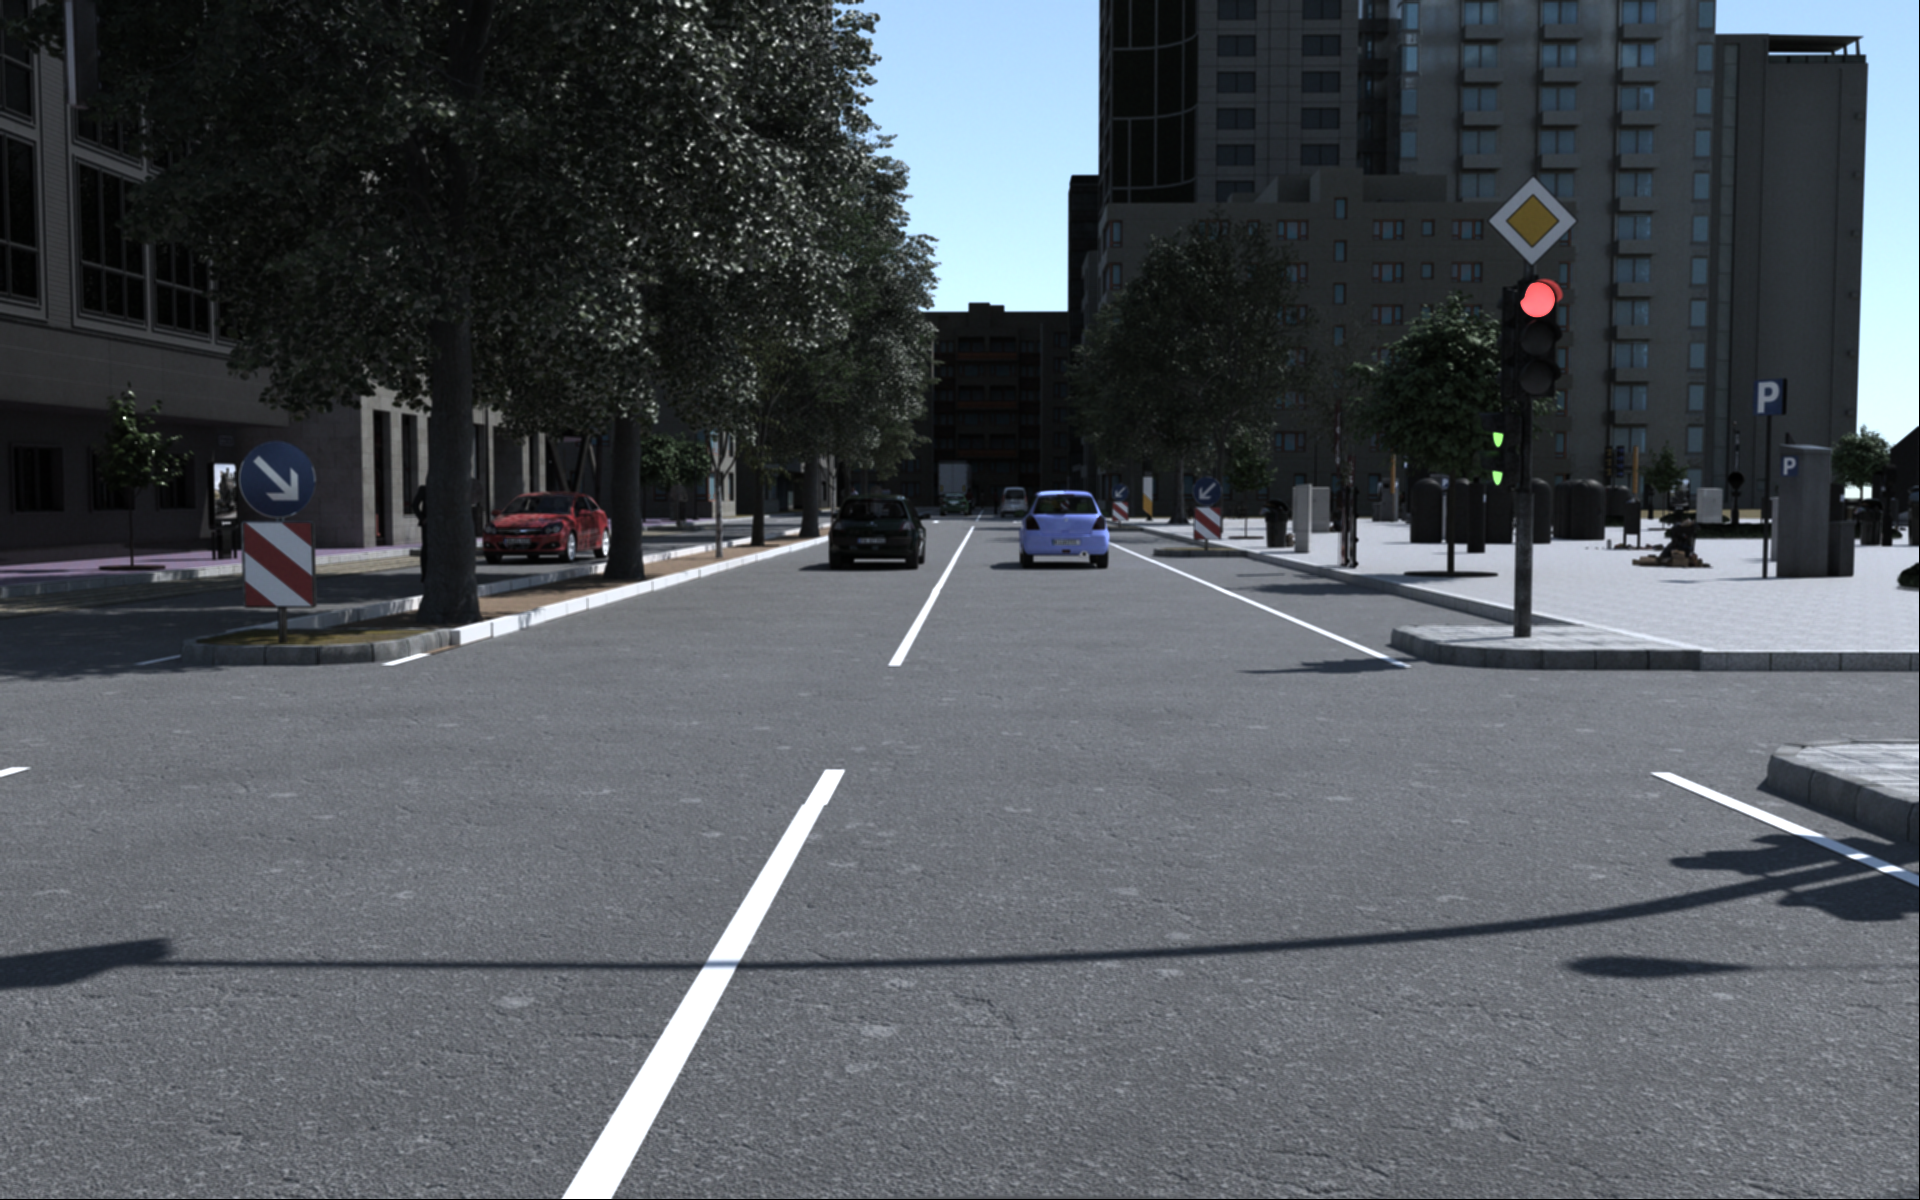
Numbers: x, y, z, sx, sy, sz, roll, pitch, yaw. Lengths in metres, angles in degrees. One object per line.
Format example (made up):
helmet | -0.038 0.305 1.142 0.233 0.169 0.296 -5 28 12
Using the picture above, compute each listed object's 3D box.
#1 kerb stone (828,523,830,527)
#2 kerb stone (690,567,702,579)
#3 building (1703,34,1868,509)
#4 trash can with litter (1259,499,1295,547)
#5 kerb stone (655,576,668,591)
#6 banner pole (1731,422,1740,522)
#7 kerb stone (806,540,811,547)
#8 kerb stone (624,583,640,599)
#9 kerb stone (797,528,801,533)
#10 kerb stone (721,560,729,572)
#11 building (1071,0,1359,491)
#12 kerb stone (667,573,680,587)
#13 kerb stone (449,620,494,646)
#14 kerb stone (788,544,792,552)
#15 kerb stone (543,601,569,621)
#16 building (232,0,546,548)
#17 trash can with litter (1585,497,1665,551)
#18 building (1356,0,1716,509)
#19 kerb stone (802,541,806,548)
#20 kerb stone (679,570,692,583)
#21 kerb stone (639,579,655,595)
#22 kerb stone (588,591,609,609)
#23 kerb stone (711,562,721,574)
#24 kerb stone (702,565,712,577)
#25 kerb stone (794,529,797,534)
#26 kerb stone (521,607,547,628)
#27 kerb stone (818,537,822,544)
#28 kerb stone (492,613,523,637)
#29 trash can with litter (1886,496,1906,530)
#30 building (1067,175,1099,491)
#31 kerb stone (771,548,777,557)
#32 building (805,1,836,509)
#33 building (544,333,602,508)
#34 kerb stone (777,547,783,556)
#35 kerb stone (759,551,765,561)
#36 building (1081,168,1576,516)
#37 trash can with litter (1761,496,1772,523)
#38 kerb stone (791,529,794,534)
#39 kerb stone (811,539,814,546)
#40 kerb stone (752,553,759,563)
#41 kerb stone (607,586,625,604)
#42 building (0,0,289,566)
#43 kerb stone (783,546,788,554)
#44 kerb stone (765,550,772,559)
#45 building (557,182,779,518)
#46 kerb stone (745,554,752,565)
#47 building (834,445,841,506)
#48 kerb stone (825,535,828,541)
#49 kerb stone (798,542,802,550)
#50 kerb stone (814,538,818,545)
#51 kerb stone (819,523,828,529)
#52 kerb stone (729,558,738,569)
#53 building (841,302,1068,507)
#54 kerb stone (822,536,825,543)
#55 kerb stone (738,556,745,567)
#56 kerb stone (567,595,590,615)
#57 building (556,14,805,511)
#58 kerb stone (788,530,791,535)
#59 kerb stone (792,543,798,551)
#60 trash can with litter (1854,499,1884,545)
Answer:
kerb stone | -5.791 -3.186 74.281 0.120 0.150 1.000 0 4 1
kerb stone | -4.529 -0.423 29.105 0.120 0.150 1.000 0 4 1
building | 71.840 -29.009 157.890 14.086 41.232 14.154 0 4 1
trash can with litter | 7.679 -1.859 41.778 0.624 1.170 1.055 2 4 32
kerb stone | -4.575 -0.235 26.030 0.120 0.150 1.000 0 4 1
banner pole | 26.932 -4.291 60.179 0.401 3.779 0.863 0 4 8
kerb stone | -4.194 -1.486 46.517 0.120 0.150 1.000 0 4 1
kerb stone | -4.620 -0.109 23.975 0.120 0.150 1.000 0 4 1
kerb stone | -5.993 -2.495 62.992 0.120 0.150 1.000 0 4 1
kerb stone | -4.465 -0.610 32.172 0.120 0.150 1.000 0 4 1
building | 19.911 -42.954 140.548 20.563 71.187 20.611 0 4 1
kerb stone | -4.557 -0.297 27.057 0.120 0.150 1.000 0 4 1
kerb stone | -4.756 0.330 16.808 0.120 0.150 1.000 0 4 1
kerb stone | -4.283 -1.231 42.411 0.120 0.150 1.000 0 4 1
kerb stone | -4.695 0.142 19.874 0.120 0.150 1.000 0 4 1
building | -19.118 -11.868 48.787 10.420 20.320 16.860 0 4 1
trash can with litter | 15.641 -1.763 39.887 1.678 1.210 2.233 -1 4 -16
building | 49.484 -32.639 153.252 30.456 49.044 23.786 0 4 1
kerb stone | -4.219 -1.424 45.483 0.120 0.150 1.000 0 4 1
kerb stone | -4.540 -0.360 28.080 0.120 0.150 1.000 0 4 1
kerb stone | -4.602 -0.171 24.997 0.120 0.150 1.000 0 4 1
kerb stone | -4.653 0.016 21.931 0.120 0.150 1.000 0 4 1
kerb stone | -4.486 -0.548 31.150 0.120 0.150 1.000 0 4 1
kerb stone | -4.495 -0.484 30.127 0.120 0.150 1.000 0 4 1
kerb stone | -6.022 -2.433 61.971 0.120 0.150 1.000 0 4 1
kerb stone | -4.709 0.209 18.852 0.120 0.150 1.000 0 4 1
kerb stone | -4.137 -1.676 49.593 0.120 0.150 1.000 0 4 1
kerb stone | -4.723 0.267 17.829 0.120 0.150 1.000 0 4 1
trash can with litter | 32.619 -3.086 61.517 2.233 1.210 1.678 0 4 2
building | 16.832 -23.699 159.177 14.160 30.474 14.107 0 4 1
kerb stone | -4.331 -1.048 39.340 0.120 0.150 1.000 0 4 1
building | -22.485 -43.893 155.895 20.611 71.187 20.563 0 4 1
building | -22.565 -12.133 65.830 16.820 18.784 16.811 0 4 1
kerb stone | -4.314 -1.110 40.362 0.120 0.150 1.000 0 4 1
kerb stone | -4.369 -0.923 37.296 0.120 0.150 1.000 0 4 1
building | 22.806 -16.652 117.298 27.650 21.520 28.899 0 4 1
trash can with litter | 30.337 -3.337 65.621 1.678 1.210 2.233 -2 4 -26
kerb stone | -6.034 -2.365 60.949 0.120 0.150 1.000 0 4 1
kerb stone | -4.183 -1.545 47.547 0.120 0.150 1.000 0 4 1
kerb stone | -4.398 -0.858 36.267 0.120 0.150 1.000 0 4 1
kerb stone | -4.636 -0.046 22.953 0.120 0.150 1.000 0 4 1
building | -22.504 -14.328 27.766 14.314 27.812 24.014 0 4 1
kerb stone | -4.296 -1.174 41.384 0.120 0.150 1.000 0 4 1
kerb stone | -4.349 -0.981 38.318 0.120 0.150 1.000 0 4 1
building | -26.682 -15.948 105.791 27.650 21.520 28.899 0 4 1
kerb stone | -4.406 -0.795 35.245 0.120 0.150 1.000 0 4 1
building | -27.002 -21.026 188.812 28.899 21.520 27.650 0 4 1
kerb stone | -4.108 -1.801 51.645 0.120 0.150 1.000 0 4 1
kerb stone | -4.236 -1.362 44.461 0.120 0.150 1.000 0 4 1
kerb stone | -4.167 -1.607 48.569 0.120 0.150 1.000 0 4 1
kerb stone | -5.809 -3.123 73.257 0.120 0.150 1.000 0 4 1
kerb stone | -4.441 -0.673 33.200 0.120 0.150 1.000 0 4 1
building | 2.968 -20.994 188.285 28.899 21.520 27.650 0 4 1
kerb stone | -4.129 -1.736 50.616 0.120 0.150 1.000 0 4 1
kerb stone | -4.432 -0.736 34.223 0.120 0.150 1.000 0 4 1
kerb stone | -4.679 0.079 20.905 0.120 0.150 1.000 0 4 1
building | -23.328 -30.973 130.111 21.300 48.544 21.600 0 4 1
kerb stone | -6.054 -2.308 59.926 0.120 0.150 1.000 0 4 1
kerb stone | -4.250 -1.295 43.436 0.120 0.150 1.000 0 4 1
trash can with litter | 22.929 -1.971 43.617 0.624 1.170 1.055 3 4 36
